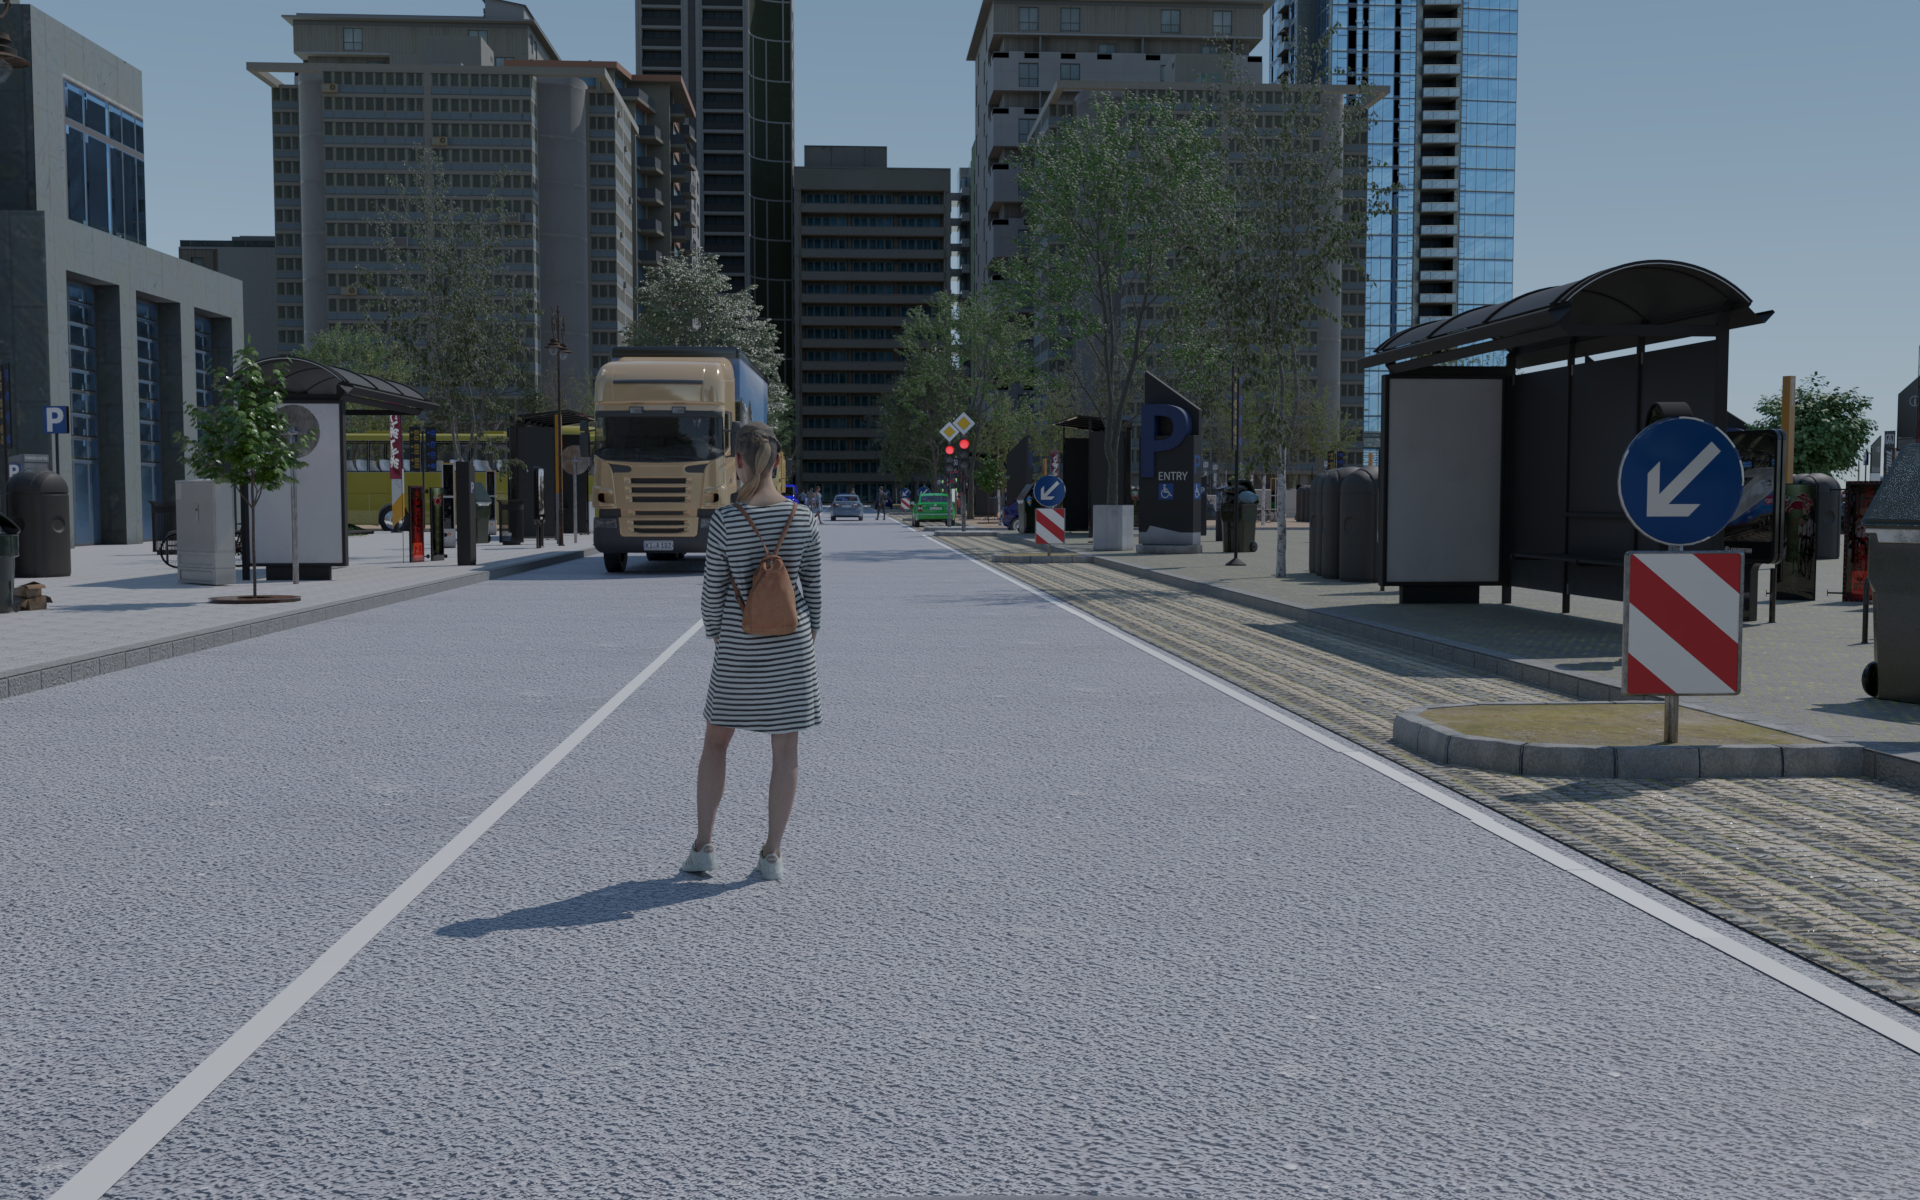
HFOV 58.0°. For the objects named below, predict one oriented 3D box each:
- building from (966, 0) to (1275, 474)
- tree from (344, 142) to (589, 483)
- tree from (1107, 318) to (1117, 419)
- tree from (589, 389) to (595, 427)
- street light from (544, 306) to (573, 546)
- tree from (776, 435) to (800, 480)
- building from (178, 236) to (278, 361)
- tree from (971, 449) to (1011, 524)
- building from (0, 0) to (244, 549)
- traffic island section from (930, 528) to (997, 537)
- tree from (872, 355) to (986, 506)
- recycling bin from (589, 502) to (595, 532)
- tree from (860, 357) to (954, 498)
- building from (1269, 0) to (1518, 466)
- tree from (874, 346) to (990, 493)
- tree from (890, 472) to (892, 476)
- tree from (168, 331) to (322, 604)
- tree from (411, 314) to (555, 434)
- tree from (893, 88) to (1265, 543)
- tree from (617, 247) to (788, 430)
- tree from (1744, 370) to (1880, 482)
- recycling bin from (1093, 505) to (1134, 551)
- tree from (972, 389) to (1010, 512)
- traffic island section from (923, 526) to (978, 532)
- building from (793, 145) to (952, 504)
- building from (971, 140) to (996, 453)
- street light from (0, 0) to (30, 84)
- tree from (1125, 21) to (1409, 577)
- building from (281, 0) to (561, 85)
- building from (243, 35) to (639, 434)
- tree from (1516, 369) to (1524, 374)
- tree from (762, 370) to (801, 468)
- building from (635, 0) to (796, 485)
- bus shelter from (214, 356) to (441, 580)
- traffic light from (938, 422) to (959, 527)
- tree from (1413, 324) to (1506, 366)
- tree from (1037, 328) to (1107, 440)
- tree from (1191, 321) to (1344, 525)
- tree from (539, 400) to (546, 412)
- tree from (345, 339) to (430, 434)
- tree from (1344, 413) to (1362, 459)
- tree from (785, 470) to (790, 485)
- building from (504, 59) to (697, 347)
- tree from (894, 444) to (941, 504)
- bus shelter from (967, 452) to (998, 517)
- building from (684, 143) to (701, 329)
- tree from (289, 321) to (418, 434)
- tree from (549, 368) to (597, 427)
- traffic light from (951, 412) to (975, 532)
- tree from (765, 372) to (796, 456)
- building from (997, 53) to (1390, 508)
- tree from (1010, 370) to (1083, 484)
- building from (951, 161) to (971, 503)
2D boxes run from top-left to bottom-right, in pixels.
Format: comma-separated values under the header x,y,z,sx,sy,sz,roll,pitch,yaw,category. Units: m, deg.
x,y,z,sx,sy,sz,roll,pitch,yaw,category
15.923,-36.281,182.424,28.713,52.752,27.495,0,4,-4,building
-10.578,-5.260,36.356,4.360,8.622,3.978,0,3,0,tree
7.384,-6.452,55.848,4.360,8.622,3.978,0,3,0,tree
-21.955,-8.919,96.195,4.360,8.622,3.978,0,3,0,tree
-9.859,-4.273,42.646,0.468,5.910,1.993,0,4,-4,street light
-20.837,-15.372,201.686,4.360,8.622,3.978,0,3,0,tree
-79.539,-26.099,198.424,14.107,30.474,14.160,0,4,-4,building
1.377,-4.922,75.082,1.663,3.219,1.824,0,3,0,tree
-36.356,-44.357,37.909,31.000,86.520,22.319,0,4,-4,building
0.148,-2.269,59.374,2.009,0.180,2.903,0,4,-4,traffic island section
-1.717,-10.834,111.553,7.601,10.594,8.767,1,4,19,tree
-12.749,-2.789,58.153,0.722,1.027,0.722,1,4,20,recycling bin
-3.898,-14.974,155.199,12.009,13.543,11.850,0,3,0,tree
50.444,-54.370,201.613,31.000,86.520,22.319,0,4,-4,building
-2.111,-13.233,133.374,9.611,12.733,9.660,0,3,0,tree
-7.817,-16.345,217.610,4.737,8.622,4.395,0,3,0,tree
-8.350,-1.596,20.695,1.663,3.219,1.824,0,3,0,tree
-23.931,-9.384,87.842,7.601,10.594,8.767,0,4,-2,tree
4.011,-7.286,44.881,9.928,11.665,9.643,0,3,0,tree
-13.075,-11.168,89.259,9.857,13.997,8.962,0,3,0,tree
22.580,-3.813,46.057,4.285,4.588,4.351,0,3,0,tree
3.488,-1.642,39.398,0.722,1.027,0.722,2,4,29,recycling bin
2.688,-10.452,121.258,4.737,8.622,4.395,0,3,0,tree
-0.392,-2.756,67.341,2.009,0.180,2.903,0,4,-4,traffic island section
-12.422,-37.931,243.877,21.600,48.544,21.300,0,4,-4,building
8.203,-31.771,203.054,14.154,41.232,14.086,0,4,-4,building
-7.805,-2.493,13.541,0.468,5.910,1.993,0,4,-4,street light
4.749,-4.666,26.654,4.360,8.622,3.978,0,3,0,tree
-58.321,-36.884,192.288,27.495,52.752,28.713,0,4,-4,building
-41.734,-28.102,151.354,32.217,40.220,23.993,0,4,-4,building
26.296,-8.370,87.218,4.737,8.622,4.395,0,3,0,tree
-18.227,-14.571,156.368,7.486,12.596,7.792,0,3,0,tree
-33.374,-49.050,240.218,20.611,71.187,20.563,0,4,-4,building
-10.088,-2.096,28.187,2.014,3.302,5.546,0,4,-4,bus shelter
-0.433,-4.789,67.225,0.839,4.253,0.868,0,4,-4,traffic light
20.104,-7.497,72.933,4.737,8.622,4.395,0,3,0,tree
5.645,-7.410,71.509,4.360,8.622,3.978,0,3,0,tree
12.286,-7.378,70.996,4.737,8.622,4.395,0,3,0,tree
-29.780,-10.735,125.878,4.737,8.622,4.395,0,3,0,tree
-26.791,-7.971,80.682,4.737,8.622,4.395,0,3,0,tree
23.816,-9.956,113.150,4.737,8.622,4.395,0,3,0,tree
-20.059,-12.483,187.816,4.285,4.588,4.351,0,3,0,tree
-38.707,-32.002,177.860,22.147,44.769,28.867,0,4,-4,building
-2.861,-11.783,143.012,4.737,8.622,4.395,0,3,0,tree
1.095,-6.568,98.669,1.731,3.624,6.357,0,4,-4,bus shelter
-37.401,-31.661,201.259,14.086,41.232,14.154,0,4,-4,building
-36.440,-10.857,103.270,9.928,11.665,9.643,0,3,0,tree
-21.034,-9.257,101.715,4.737,8.622,4.395,0,3,0,tree
0.107,-4.302,59.258,0.839,4.253,0.868,0,4,-4,traffic light
-17.445,-13.222,141.935,9.928,11.665,9.643,0,3,0,tree
19.592,-28.458,157.176,32.217,40.220,23.993,0,4,-4,building
5.460,-9.340,103.067,4.737,8.622,4.395,0,3,0,tree
13.505,-38.350,246.630,30.456,49.044,23.786,0,4,-4,building
